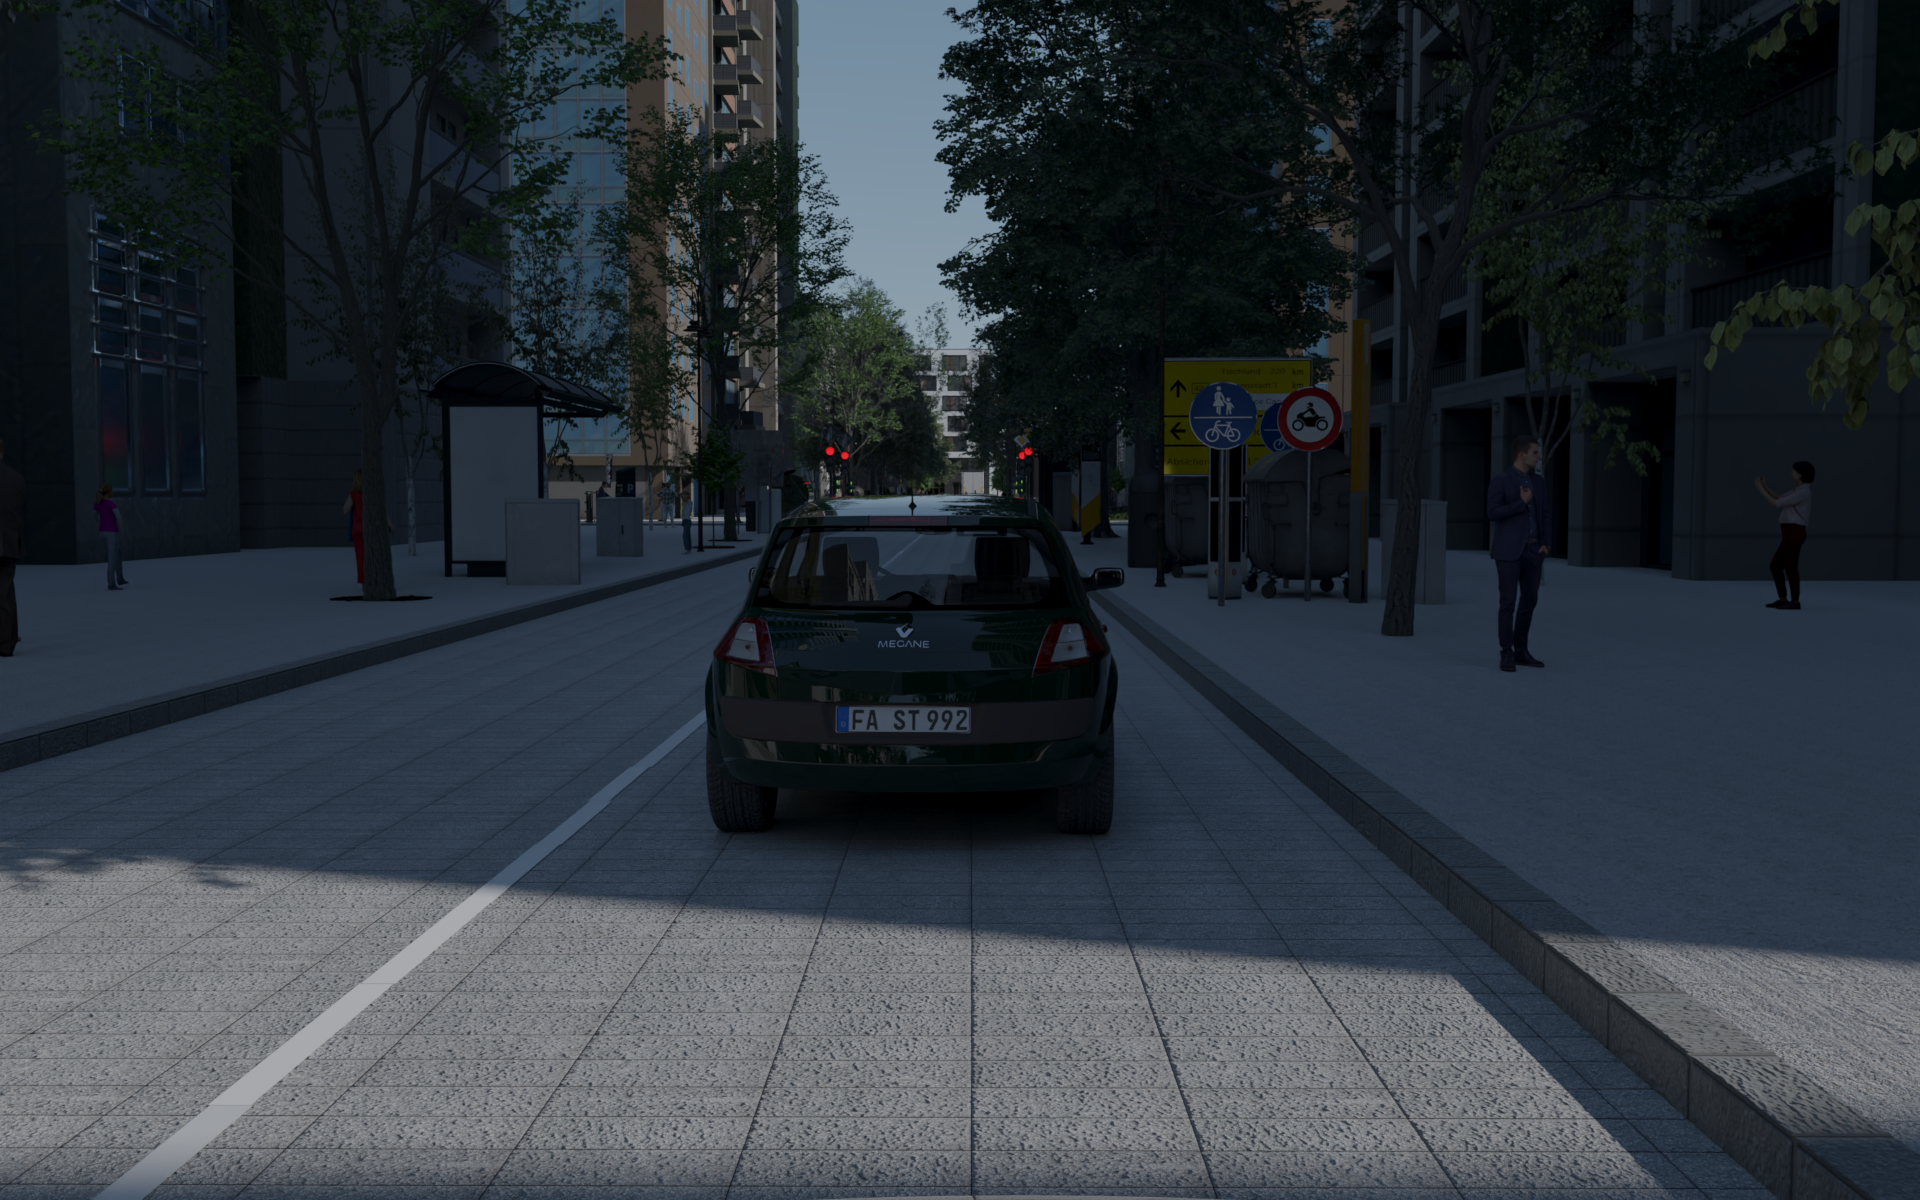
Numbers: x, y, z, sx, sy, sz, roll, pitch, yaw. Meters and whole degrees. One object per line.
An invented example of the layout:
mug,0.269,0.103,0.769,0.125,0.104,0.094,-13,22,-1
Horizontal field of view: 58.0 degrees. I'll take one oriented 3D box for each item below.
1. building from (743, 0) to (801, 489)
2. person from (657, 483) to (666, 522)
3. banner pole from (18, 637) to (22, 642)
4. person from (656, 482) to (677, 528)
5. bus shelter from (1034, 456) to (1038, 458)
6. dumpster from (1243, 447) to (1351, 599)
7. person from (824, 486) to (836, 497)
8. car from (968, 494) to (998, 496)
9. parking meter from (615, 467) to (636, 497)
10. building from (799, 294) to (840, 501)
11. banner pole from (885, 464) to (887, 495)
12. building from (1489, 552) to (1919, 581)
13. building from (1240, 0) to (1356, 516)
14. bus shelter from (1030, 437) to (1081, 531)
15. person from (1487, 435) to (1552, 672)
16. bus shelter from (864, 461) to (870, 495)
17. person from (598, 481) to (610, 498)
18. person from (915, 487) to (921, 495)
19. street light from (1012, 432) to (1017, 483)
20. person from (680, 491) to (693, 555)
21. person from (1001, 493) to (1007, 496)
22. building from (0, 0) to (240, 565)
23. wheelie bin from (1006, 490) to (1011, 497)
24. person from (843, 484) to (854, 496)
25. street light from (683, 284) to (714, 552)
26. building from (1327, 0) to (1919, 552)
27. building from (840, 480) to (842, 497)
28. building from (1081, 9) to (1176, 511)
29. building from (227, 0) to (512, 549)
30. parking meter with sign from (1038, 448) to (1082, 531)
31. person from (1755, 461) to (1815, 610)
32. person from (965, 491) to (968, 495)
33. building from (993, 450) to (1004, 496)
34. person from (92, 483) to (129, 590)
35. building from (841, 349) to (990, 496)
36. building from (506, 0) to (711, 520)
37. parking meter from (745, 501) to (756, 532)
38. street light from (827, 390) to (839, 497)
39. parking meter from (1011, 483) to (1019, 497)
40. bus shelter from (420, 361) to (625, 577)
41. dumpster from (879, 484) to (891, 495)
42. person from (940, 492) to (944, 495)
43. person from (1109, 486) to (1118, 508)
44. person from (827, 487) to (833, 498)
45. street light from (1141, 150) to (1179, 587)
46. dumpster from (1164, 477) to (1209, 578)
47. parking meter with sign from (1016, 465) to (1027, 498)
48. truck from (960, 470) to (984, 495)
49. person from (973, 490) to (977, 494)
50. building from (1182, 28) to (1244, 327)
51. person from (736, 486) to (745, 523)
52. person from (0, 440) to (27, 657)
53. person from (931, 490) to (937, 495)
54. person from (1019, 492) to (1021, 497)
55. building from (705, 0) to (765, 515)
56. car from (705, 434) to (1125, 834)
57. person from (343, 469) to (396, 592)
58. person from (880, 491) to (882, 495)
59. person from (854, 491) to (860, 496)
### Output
building,-20.224,-27.651,135.692,14.154,41.232,14.086,0,4,0
person,-13.891,-4.558,80.713,0.789,1.805,0.875,0,4,-7
banner pole,-8.235,-1.511,14.718,0.401,3.779,0.863,-2,4,-34
person,-11.144,-3.630,66.118,0.841,1.734,0.376,1,4,13
bus shelter,4.912,-7.411,98.796,2.179,5.291,8.768,0,4,0
dumpster,4.308,-0.987,21.891,1.264,1.857,1.865,0,4,0
person,-5.930,-4.377,79.062,0.566,1.644,0.517,0,4,1
car,0.729,-3.073,60.473,2.015,1.641,3.980,0,4,-1
parking meter,-7.091,-1.899,36.758,0.255,1.863,0.399,2,4,35
building,-21.261,-18.442,167.990,16.747,18.905,31.486,0,4,0
banner pole,-5.702,-8.773,133.450,0.401,3.779,0.863,1,4,11
building,21.076,-36.063,27.885,20.563,71.187,20.611,0,4,0
building,22.843,-26.951,90.763,14.200,45.320,14.600,0,4,0
bus shelter,3.479,-4.409,63.365,1.731,3.624,6.357,0,4,0
person,4.100,-0.351,12.704,0.541,1.710,0.530,-1,4,-11
bus shelter,-6.784,-7.843,119.518,1.731,3.624,6.357,0,4,0
person,-13.254,-3.568,64.829,0.568,1.767,0.683,-1,4,-11
person,-1.939,-4.731,86.377,0.750,1.759,0.617,0,4,0
street light,3.393,-8.163,106.252,0.468,5.910,1.993,0,4,0
person,-5.854,-1.649,36.917,0.340,1.345,0.435,-2,4,-25
person,4.393,-9.920,167.860,1.348,1.869,0.705,-3,4,-37
building,-25.175,-43.277,20.245,22.319,86.520,31.000,0,4,0
wheelie bin,3.803,-7.244,126.350,0.980,1.594,0.693,3,4,38
person,-5.147,-4.449,79.484,0.576,1.737,0.504,-3,4,-39
street light,-5.767,-4.009,38.329,0.468,5.910,1.993,0,4,0
building,21.636,-37.328,48.561,20.563,71.187,20.611,0,4,0
building,-18.436,-21.745,211.953,11.380,20.091,16.016,0,4,0
building,20.848,-50.261,134.444,22.319,86.520,31.000,0,4,0
building,-28.137,-30.991,48.706,28.212,58.520,21.231,0,4,0
parking meter with sign,3.568,-3.888,59.831,1.738,3.016,0.543,0,4,4
person,9.165,-0.720,19.283,0.517,1.644,0.566,-2,4,-24
person,0.619,-11.397,195.576,0.721,1.736,1.217,-2,4,-32
building,18.575,-18.723,248.268,28.070,9.664,9.099,0,4,0
person,-11.306,-0.854,23.237,0.726,1.435,0.776,1,4,19
building,-12.001,-25.290,257.461,32.646,21.610,27.936,0,4,0
building,-21.201,-26.975,91.160,14.600,45.320,14.200,0,4,0
parking meter,-7.140,-3.275,59.260,0.399,1.863,0.255,2,4,28
street light,-5.619,-6.373,76.992,0.468,5.910,1.993,0,4,0
parking meter,2.779,-4.996,87.392,0.399,1.863,0.255,-3,5,-40
bus shelter,-7.189,-2.155,29.150,2.014,3.302,5.546,0,4,0
dumpster,-6.414,-8.516,141.726,1.502,2.255,1.985,0,4,0
person,-0.782,-3.373,66.337,0.574,1.496,0.600,1,4,14
person,8.843,-5.803,101.456,0.750,1.759,0.617,-1,4,-9
person,-9.746,-7.569,129.669,0.709,1.838,0.599,0,4,8
street light,2.773,-3.119,23.783,0.468,5.910,1.993,0,4,0
dumpster,3.827,-1.302,27.050,1.264,1.857,1.865,0,4,0
parking meter with sign,4.294,-6.592,104.044,1.738,3.016,0.543,2,4,24
truck,1.429,-13.303,206.409,2.839,4.237,11.283,0,4,-1
person,1.506,-9.892,170.221,1.348,1.826,0.705,-1,4,-11
building,20.079,-20.426,105.663,14.160,30.474,14.107,0,4,0
person,-9.656,-4.246,76.291,0.431,1.722,0.655,0,4,-3
person,-7.700,-0.422,13.625,0.600,1.739,0.565,0,3,0
person,-2.534,-9.715,167.303,1.348,1.831,0.705,-1,4,-15
person,4.757,-7.802,133.737,0.434,1.807,0.598,3,5,44
building,-24.818,-28.075,113.659,22.147,44.769,28.867,0,4,0
car,-0.148,0.065,8.718,2.009,1.686,4.222,0,4,2
person,-7.764,-0.918,22.764,0.593,1.614,0.444,1,4,23
person,-6.005,-7.750,135.124,0.546,1.535,0.453,-1,4,-12
person,-3.880,-3.398,66.260,0.471,1.553,0.569,2,4,31
